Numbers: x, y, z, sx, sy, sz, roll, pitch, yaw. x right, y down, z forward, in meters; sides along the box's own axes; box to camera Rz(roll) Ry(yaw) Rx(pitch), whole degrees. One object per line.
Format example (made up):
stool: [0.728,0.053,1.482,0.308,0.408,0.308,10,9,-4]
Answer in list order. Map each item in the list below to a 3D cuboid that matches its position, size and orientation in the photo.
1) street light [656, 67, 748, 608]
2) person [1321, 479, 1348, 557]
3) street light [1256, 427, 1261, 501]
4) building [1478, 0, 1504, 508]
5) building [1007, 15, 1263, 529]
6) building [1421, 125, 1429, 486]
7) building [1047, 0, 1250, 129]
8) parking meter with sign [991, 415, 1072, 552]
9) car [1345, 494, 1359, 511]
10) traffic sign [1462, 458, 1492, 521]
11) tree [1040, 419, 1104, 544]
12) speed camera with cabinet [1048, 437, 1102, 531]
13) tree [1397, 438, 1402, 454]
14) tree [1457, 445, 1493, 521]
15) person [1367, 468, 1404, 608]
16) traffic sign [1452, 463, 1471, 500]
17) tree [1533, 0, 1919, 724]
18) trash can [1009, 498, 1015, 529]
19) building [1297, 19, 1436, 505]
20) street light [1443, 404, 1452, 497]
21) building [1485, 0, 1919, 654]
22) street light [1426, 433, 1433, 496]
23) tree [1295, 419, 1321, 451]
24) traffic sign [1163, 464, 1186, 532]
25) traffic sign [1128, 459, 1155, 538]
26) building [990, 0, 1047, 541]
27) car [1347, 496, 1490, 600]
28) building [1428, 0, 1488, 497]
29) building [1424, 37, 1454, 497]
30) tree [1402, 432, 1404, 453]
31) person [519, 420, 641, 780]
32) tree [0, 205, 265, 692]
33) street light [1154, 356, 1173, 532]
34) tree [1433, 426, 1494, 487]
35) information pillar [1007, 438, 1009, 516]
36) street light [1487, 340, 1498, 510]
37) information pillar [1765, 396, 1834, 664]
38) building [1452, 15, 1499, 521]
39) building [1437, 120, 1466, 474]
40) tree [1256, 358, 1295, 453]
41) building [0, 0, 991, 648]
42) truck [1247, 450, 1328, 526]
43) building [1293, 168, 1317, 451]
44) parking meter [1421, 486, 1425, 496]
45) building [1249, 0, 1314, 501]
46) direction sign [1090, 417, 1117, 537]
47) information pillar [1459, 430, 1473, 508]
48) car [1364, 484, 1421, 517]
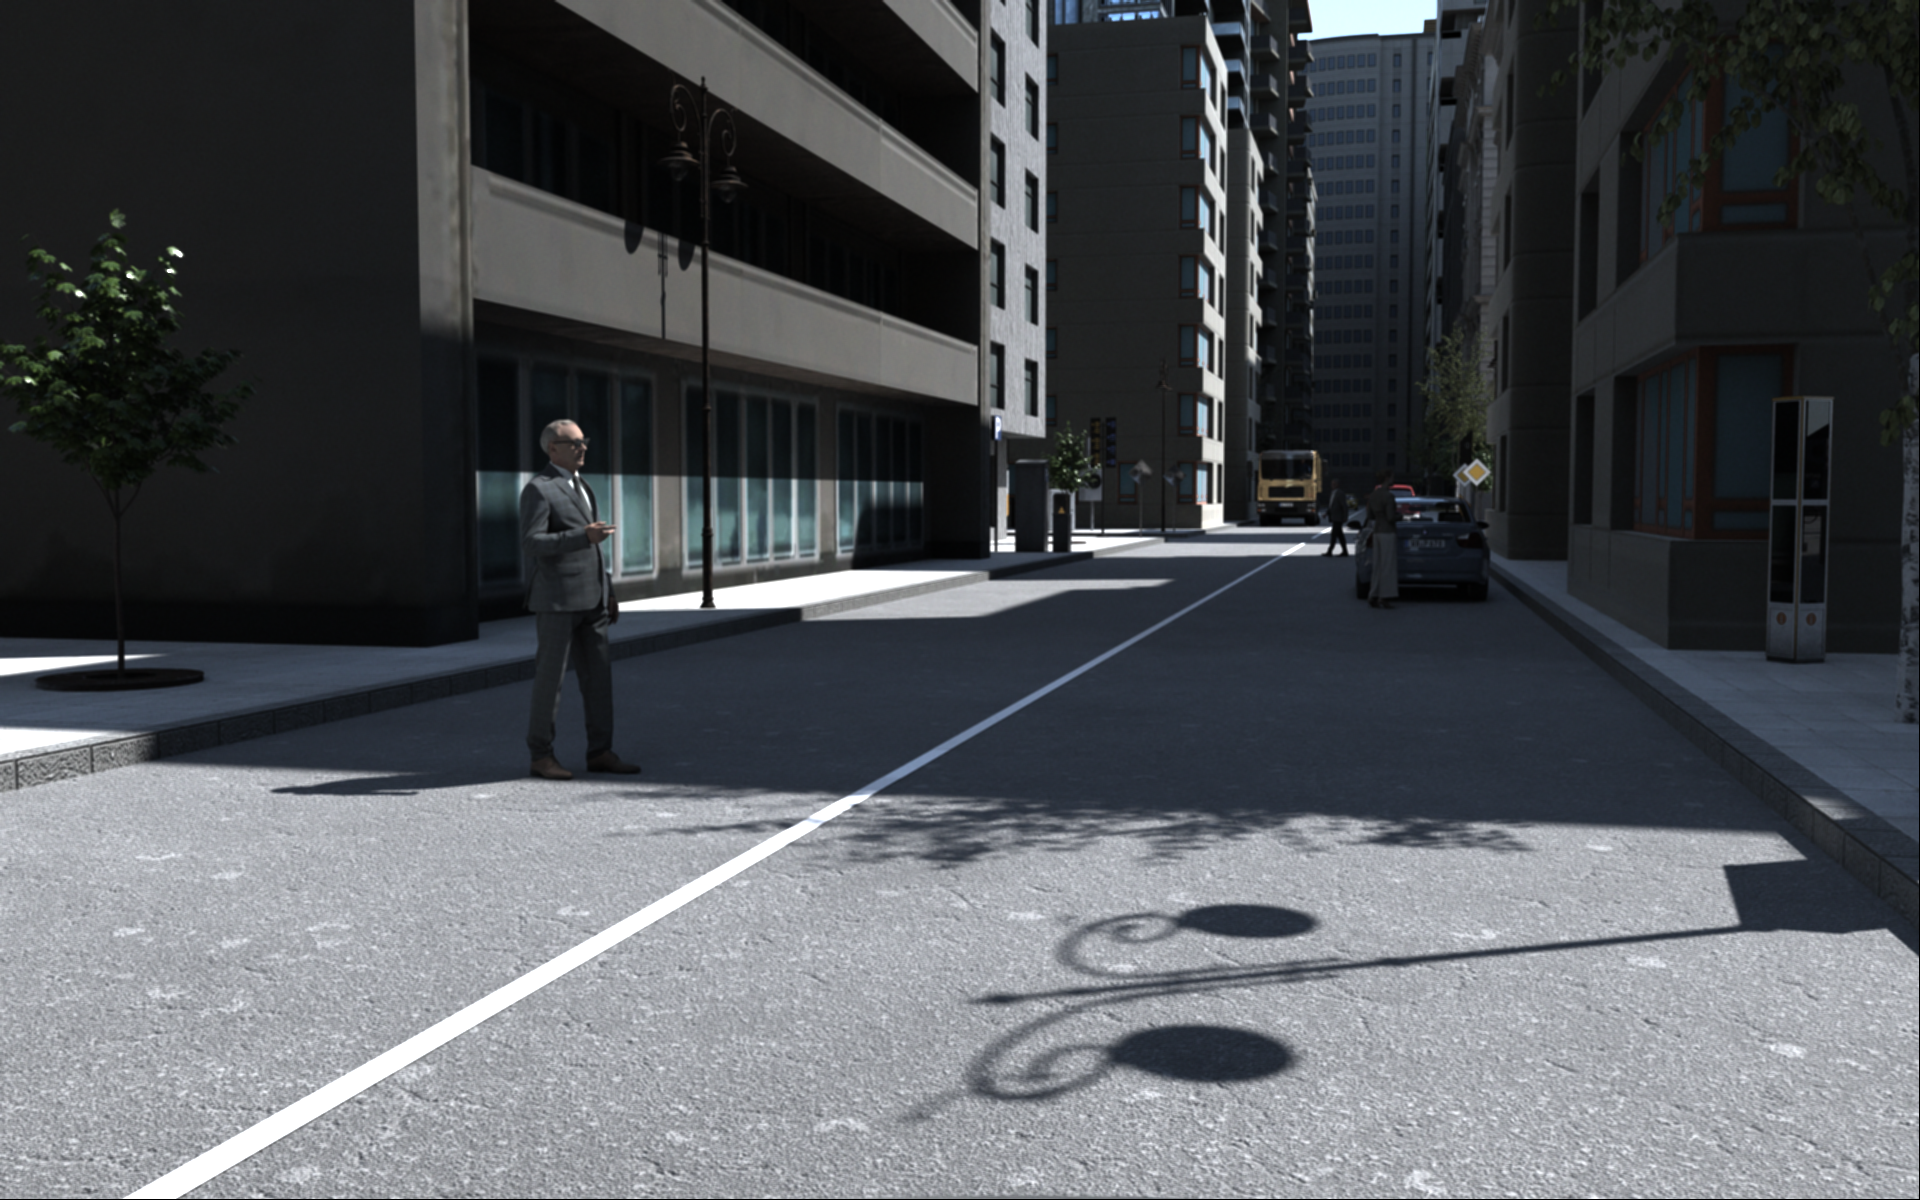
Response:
street light: [-2.840,-2.847,19.334,0.468,5.910,1.993,1,4,14]
person: [8.527,-1.871,39.488,0.834,1.777,0.661,-2,4,-24]
street light: [17.141,-7.765,99.738,0.468,5.910,1.993,1,4,14]
building: [28.546,-13.570,58.027,21.152,22.565,11.583,1,4,14]
building: [-1.083,-14.377,80.108,27.650,21.520,28.899,1,4,14]
building: [58.999,-31.172,193.264,14.154,41.232,14.086,1,4,14]
building: [9.039,-49.050,114.644,22.319,86.520,31.000,1,4,14]
parking meter with sign: [1.596,-2.574,38.343,1.738,3.016,0.543,1,4,17]
car: [33.887,-8.635,151.403,2.015,1.641,3.980,1,4,15]
traffic sign: [14.326,-2.717,48.066,0.795,2.450,0.064,1,4,14]
tree: [2.901,-3.072,44.832,1.663,3.219,1.824,0,3,0]
speed camera with cabinet: [3.919,-4.019,60.039,2.038,3.252,0.660,-1,4,-22]
tree: [35.872,-11.160,132.833,4.737,8.622,4.395,0,3,0]
tree: [20.703,-4.525,68.593,1.663,3.219,1.824,0,3,0]
person: [5.350,-0.773,21.696,0.362,1.759,0.519,-1,4,-21]
traffic sign: [16.254,-3.191,55.816,0.795,2.450,0.064,1,4,14]
tree: [5.108,-3.616,9.482,4.737,8.622,4.395,0,3,0]
trash can: [2.184,-3.199,63.955,0.748,1.137,0.748,0,3,0]
building: [51.158,-41.506,220.614,28.212,58.520,21.231,1,4,14]
street light: [24.261,-6.931,86.107,0.468,5.910,1.993,1,4,14]
building: [22.733,-10.963,24.289,27.650,21.520,28.899,1,4,14]
street light: [34.655,-9.486,127.888,0.468,5.910,1.993,1,4,14]
tree: [32.379,-13.151,165.378,4.360,8.622,3.978,0,3,0]
traffic sign: [7.191,-3.330,58.083,0.795,2.450,0.064,1,4,14]
traffic sign: [5.262,-2.856,50.334,0.795,2.450,0.064,1,4,14]
building: [-5.231,-16.794,46.288,14.107,30.474,14.160,1,4,14]
car: [6.564,-0.783,24.804,2.014,1.417,4.499,1,4,13]
building: [55.135,-34.302,150.077,28.713,52.752,27.495,1,4,14]
building: [58.363,-33.707,174.819,21.300,48.544,21.600,1,4,14]
tree: [21.730,-7.604,74.684,4.737,8.622,4.395,0,3,0]
person: [-1.902,-0.003,8.731,0.590,1.801,0.661,1,4,21]
tree: [-5.558,-1.045,11.687,1.663,3.219,1.824,0,3,0]
street light: [6.862,-5.233,58.344,0.468,5.910,1.993,1,4,14]
tree: [23.406,-5.854,79.431,4.285,4.588,4.351,0,3,0]
information pillar: [1.498,-4.193,59.906,0.183,3.616,0.504,3,5,39]
street light: [14.703,-4.572,47.537,0.468,5.910,1.993,1,4,14]
information pillar: [6.382,-0.531,13.173,0.304,2.012,0.304,-1,4,-19]
building: [33.579,-18.635,92.064,14.401,28.519,23.554,1,4,14]
building: [39.568,-19.667,115.063,14.314,27.812,24.014,1,4,14]
tree: [15.565,-8.770,93.747,4.360,8.622,3.978,0,3,0]
building: [-12.261,-24.588,25.715,21.300,48.544,21.600,1,4,14]
truck: [15.103,-5.091,79.156,3.469,3.379,9.791,1,4,13]
building: [27.155,-30.612,192.393,23.993,40.220,32.217,1,4,14]
parking meter: [33.143,-7.234,123.985,0.255,1.863,0.399,0,4,8]
building: [18.238,-30.117,147.041,22.147,44.769,28.867,1,4,14]
direction sign: [4.248,-3.634,51.406,0.876,3.537,0.379,2,4,35]
information pillar: [18.631,-4.430,63.791,0.183,3.616,0.504,-3,5,-40]
car: [17.567,-3.772,70.353,2.281,1.827,5.304,1,4,12]
